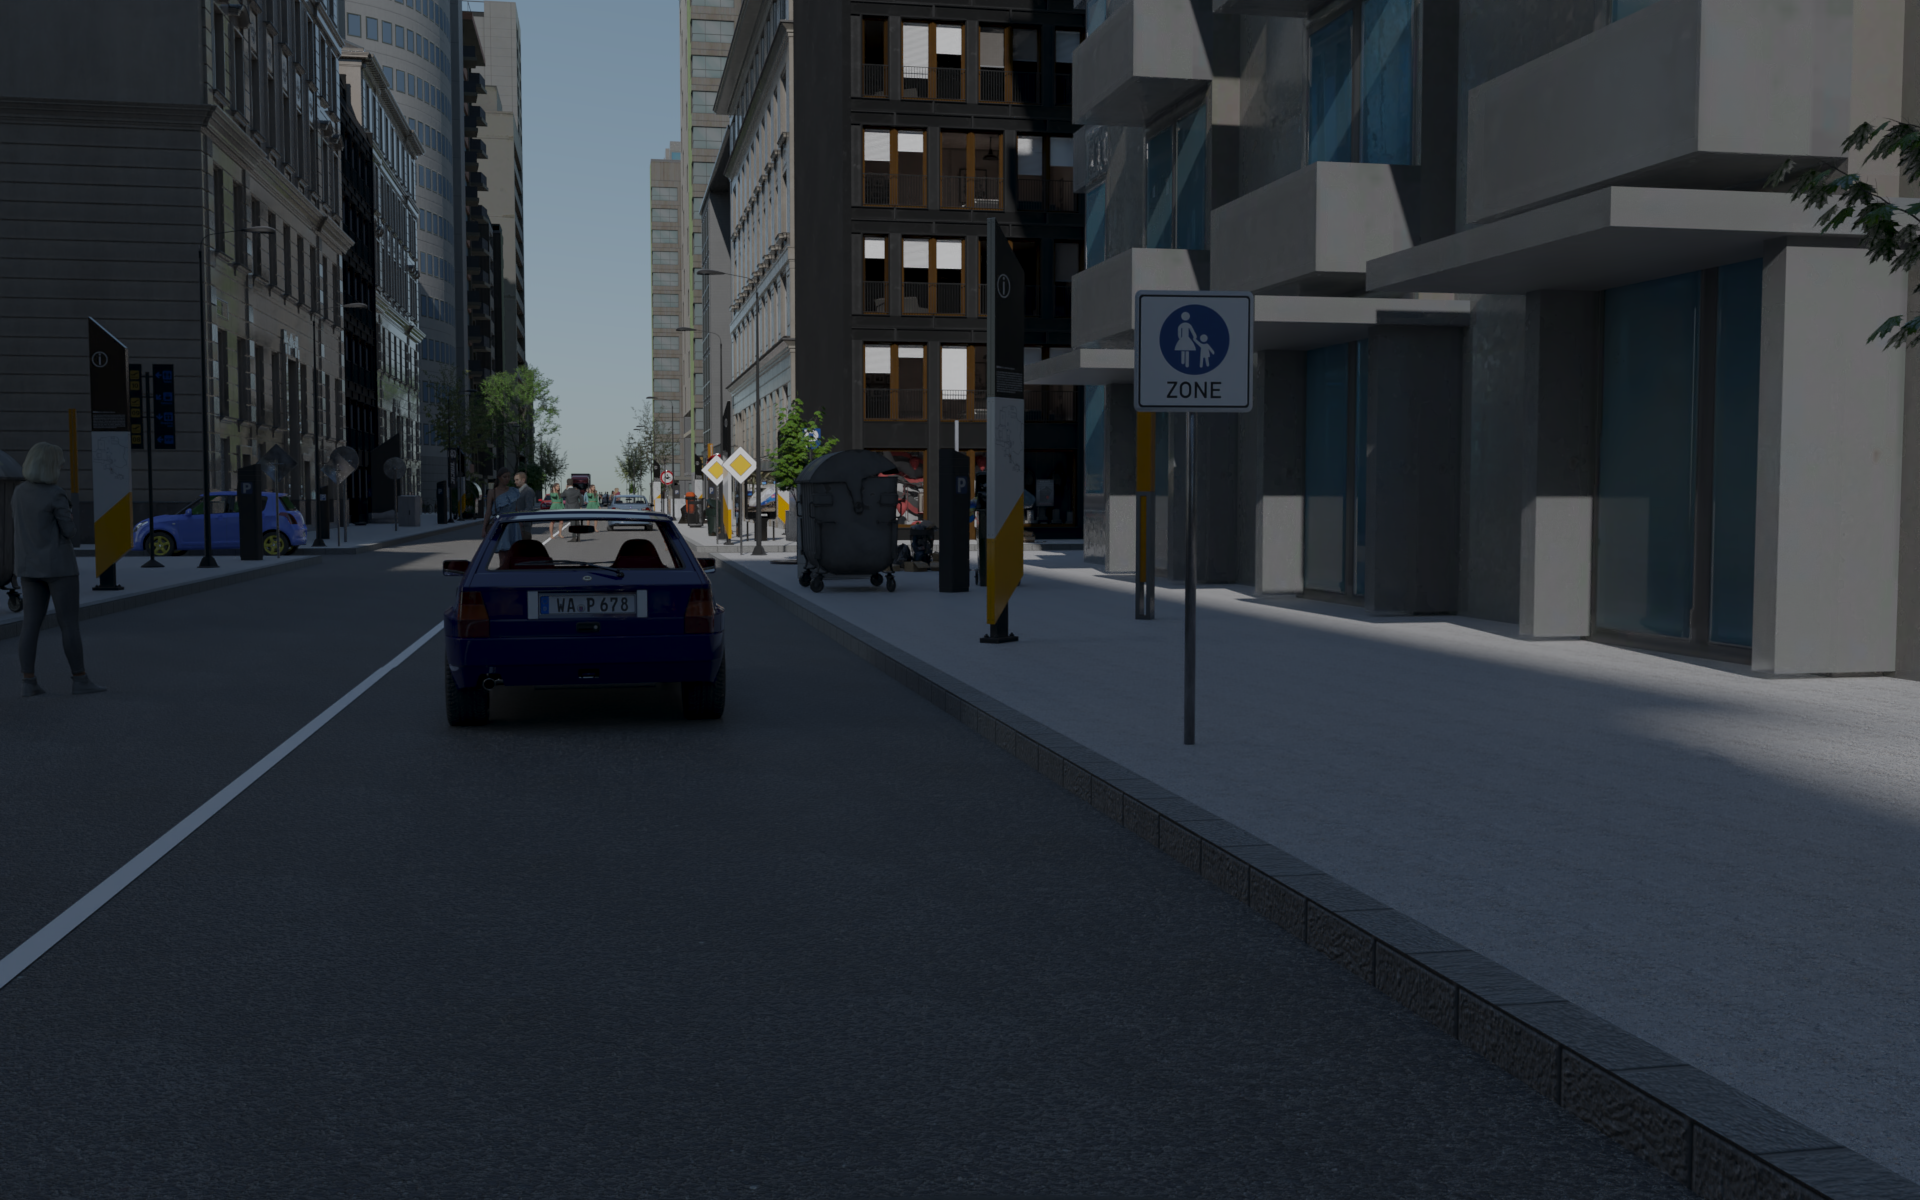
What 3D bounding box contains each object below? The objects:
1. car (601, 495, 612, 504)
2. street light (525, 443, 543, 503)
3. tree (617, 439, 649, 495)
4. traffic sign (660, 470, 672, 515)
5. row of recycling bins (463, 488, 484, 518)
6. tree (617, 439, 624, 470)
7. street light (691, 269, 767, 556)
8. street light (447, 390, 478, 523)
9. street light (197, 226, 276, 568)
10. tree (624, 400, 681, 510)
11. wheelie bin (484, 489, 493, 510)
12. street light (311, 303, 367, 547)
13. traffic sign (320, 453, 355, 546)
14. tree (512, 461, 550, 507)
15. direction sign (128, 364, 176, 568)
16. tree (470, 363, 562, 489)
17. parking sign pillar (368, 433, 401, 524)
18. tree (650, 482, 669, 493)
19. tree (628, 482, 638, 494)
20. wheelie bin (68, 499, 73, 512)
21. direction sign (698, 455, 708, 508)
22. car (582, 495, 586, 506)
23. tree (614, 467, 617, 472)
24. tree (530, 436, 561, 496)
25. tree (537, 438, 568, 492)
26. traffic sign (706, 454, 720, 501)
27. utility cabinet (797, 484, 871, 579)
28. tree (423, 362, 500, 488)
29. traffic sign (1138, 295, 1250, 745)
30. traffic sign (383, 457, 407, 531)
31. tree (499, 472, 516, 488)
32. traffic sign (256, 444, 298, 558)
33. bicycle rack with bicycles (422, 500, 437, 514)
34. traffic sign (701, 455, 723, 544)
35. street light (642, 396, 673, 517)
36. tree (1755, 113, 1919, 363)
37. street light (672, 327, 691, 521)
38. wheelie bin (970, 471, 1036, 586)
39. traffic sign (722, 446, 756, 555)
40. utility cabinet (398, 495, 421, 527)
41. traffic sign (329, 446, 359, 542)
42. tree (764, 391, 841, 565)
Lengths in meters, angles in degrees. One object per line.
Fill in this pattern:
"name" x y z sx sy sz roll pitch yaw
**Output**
"car" -49.190 -14.055 242.160 2.083 1.381 4.827 -1 4 -11
"street light" -37.442 -10.955 151.656 1.470 5.913 1.316 -1 4 -12
"tree" -43.516 -17.334 233.778 4.737 8.622 4.395 0 3 0
"traffic sign" -15.782 -5.709 93.441 0.768 2.556 0.104 0 4 -7
"row of recycling bins" -26.063 -5.242 92.822 1.069 1.692 3.534 -1 4 -21
"tree" -40.540 -16.182 214.940 4.360 8.622 3.978 0 3 0
"street light" -4.746 -3.883 36.021 1.470 5.913 1.316 -1 4 -12
"street light" -22.121 -6.387 76.976 1.470 5.913 1.316 -1 4 -12
"street light" -12.567 -3.521 30.109 1.470 5.913 1.316 -1 4 -12
"tree" -23.776 -11.268 134.600 4.360 8.622 3.978 0 3 0
"wheelie bin" -28.521 -5.973 105.573 0.980 1.594 0.693 -2 4 -27
"street light" -15.118 -4.261 42.203 1.470 5.913 1.316 -1 4 -12
"traffic sign" -15.212 -2.369 42.368 0.795 2.450 0.064 -1 4 -12
"tree" -43.694 -11.865 177.712 4.285 4.588 4.351 0 3 0
"direction sign" -14.129 -2.337 30.205 0.876 3.537 0.379 0 4 -8
"tree" -35.104 -12.916 136.935 9.928 11.665 9.643 0 3 0
"parking sign pillar" -25.151 -5.331 75.633 1.447 3.967 1.447 -3 4 -38
"tree" -24.589 -8.944 140.833 1.663 3.219 1.824 0 3 0
"tree" -47.097 -15.530 248.523 1.663 3.219 1.824 0 3 0
"wheelie bin" -15.064 -1.268 28.642 0.693 1.594 0.980 -2 4 -30
"direction sign" -14.873 -6.676 101.154 0.876 3.537 0.379 0 4 -2
"car" -46.000 -11.988 208.362 2.083 1.381 4.827 -1 4 -12
"tree" -48.697 -18.647 255.232 4.737 8.622 4.395 0 3 0
"tree" -51.960 -16.312 217.067 4.360 8.622 3.978 0 3 0
"tree" -53.399 -16.904 226.749 4.737 8.622 4.395 0 3 0
"traffic sign" -7.670 -3.356 54.973 0.768 2.556 0.104 0 4 -5
"utility cabinet" -1.862 -1.064 26.072 1.173 1.500 0.318 -2 4 -35
"tree" -27.709 -8.877 95.507 4.737 8.622 4.395 0 3 0
"traffic sign" 1.175 -0.409 8.809 0.606 2.300 0.079 0 4 -6
"traffic sign" -19.508 -3.653 59.835 0.768 2.556 0.104 -1 4 -11
"tree" -34.513 -8.367 131.409 1.663 3.219 1.824 0 3 0
"traffic sign" -13.614 -1.890 34.544 0.795 2.450 0.064 -1 4 -12
"bicycle rack with bicycles" -34.713 -6.075 112.716 2.852 0.926 2.925 -2 4 -34
"traffic sign" -6.199 -2.479 44.182 0.795 2.450 0.064 -1 4 -12
"street light" -14.232 -6.731 82.590 1.470 5.913 1.316 -1 4 -12
"tree" 3.136 -0.585 4.166 1.663 3.219 1.824 0 3 0
"street light" -7.199 -4.638 48.368 1.470 5.913 1.316 -1 4 -12
"wheelie bin" 0.572 -0.996 24.200 0.980 1.594 0.693 0 4 -3
"traffic sign" -4.601 -2.001 36.358 0.795 2.450 0.064 -1 4 -12
"utility cabinet" -21.830 -3.514 68.620 1.020 1.237 0.306 2 4 33
"traffic sign" -16.354 -2.808 46.015 0.768 2.556 0.104 0 4 -4
"tree" -3.061 -2.275 31.795 1.663 3.219 1.824 0 3 0
